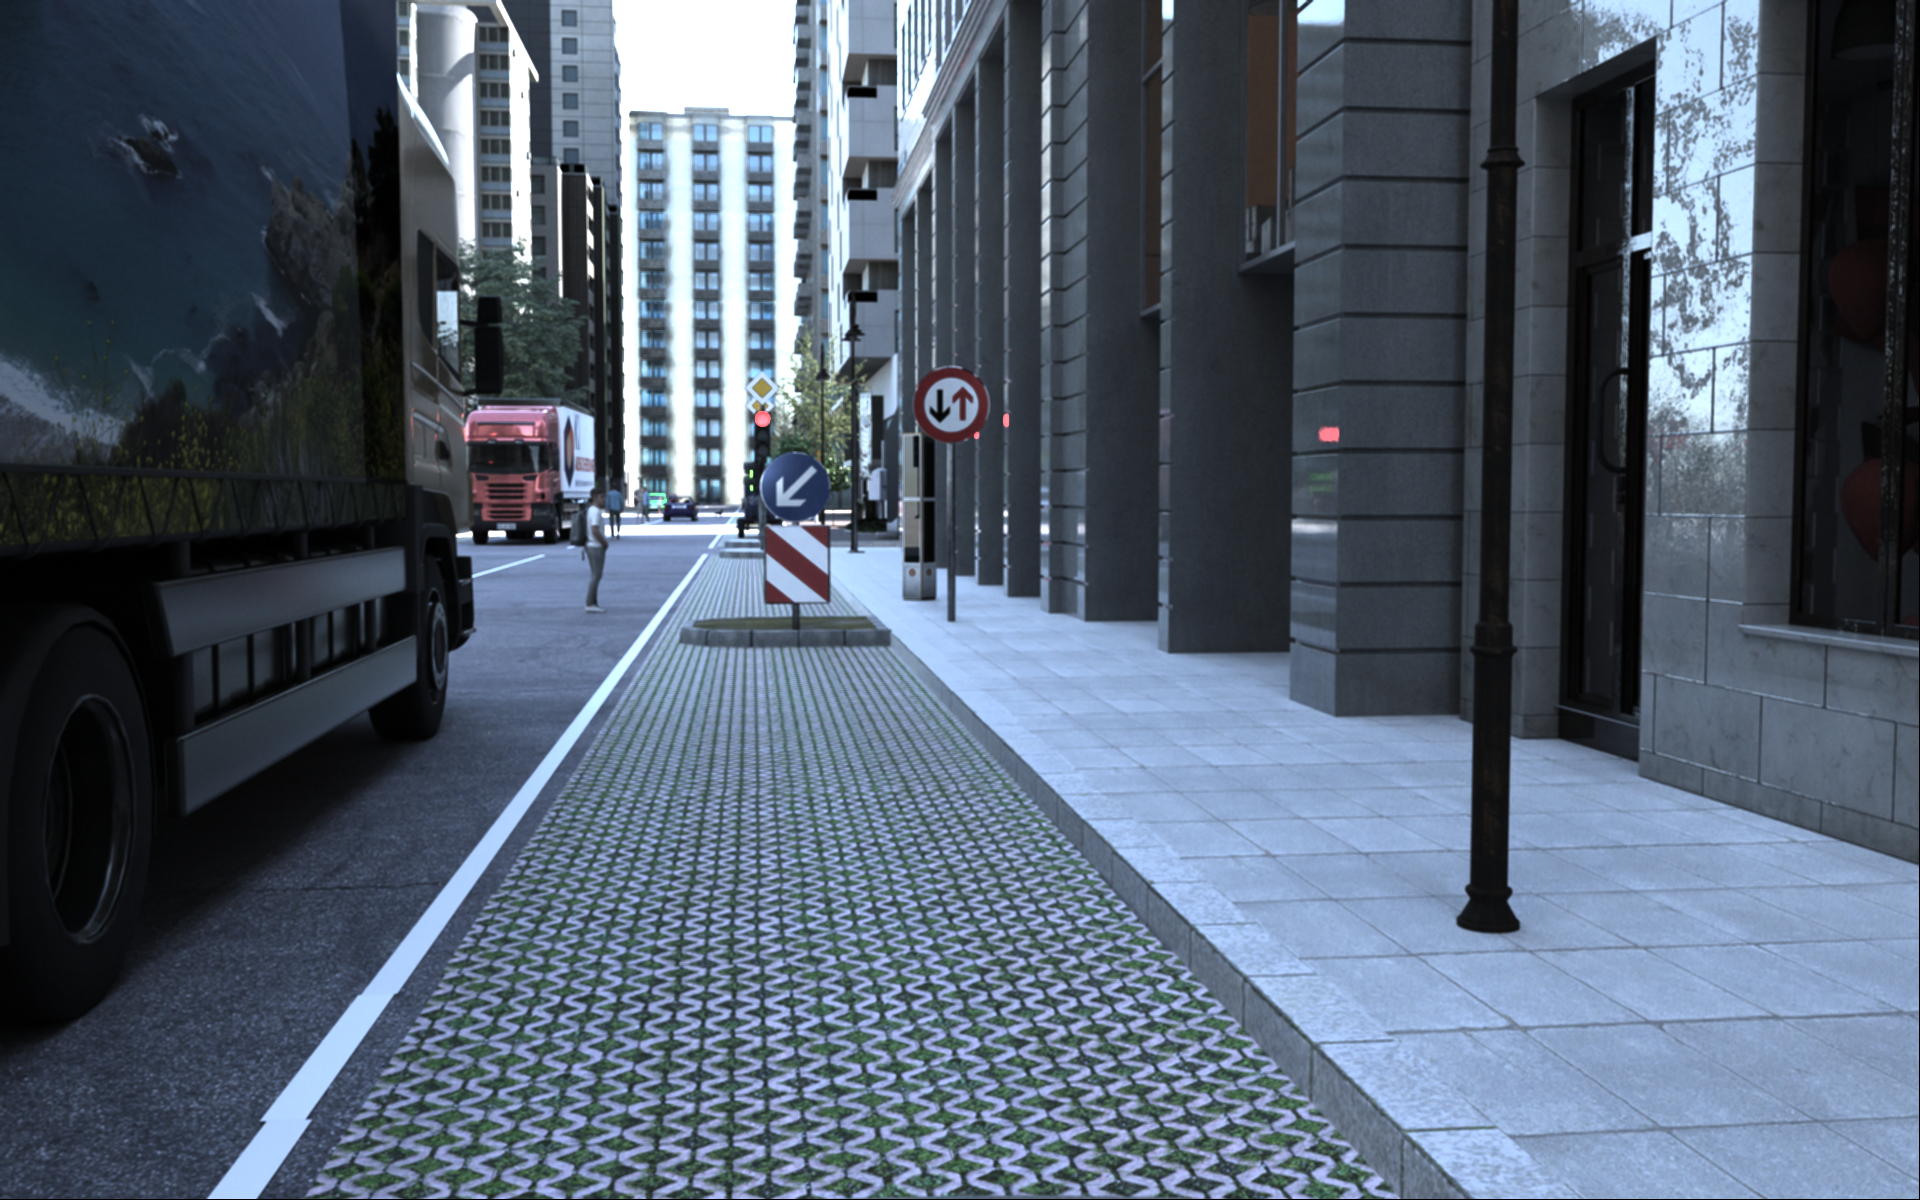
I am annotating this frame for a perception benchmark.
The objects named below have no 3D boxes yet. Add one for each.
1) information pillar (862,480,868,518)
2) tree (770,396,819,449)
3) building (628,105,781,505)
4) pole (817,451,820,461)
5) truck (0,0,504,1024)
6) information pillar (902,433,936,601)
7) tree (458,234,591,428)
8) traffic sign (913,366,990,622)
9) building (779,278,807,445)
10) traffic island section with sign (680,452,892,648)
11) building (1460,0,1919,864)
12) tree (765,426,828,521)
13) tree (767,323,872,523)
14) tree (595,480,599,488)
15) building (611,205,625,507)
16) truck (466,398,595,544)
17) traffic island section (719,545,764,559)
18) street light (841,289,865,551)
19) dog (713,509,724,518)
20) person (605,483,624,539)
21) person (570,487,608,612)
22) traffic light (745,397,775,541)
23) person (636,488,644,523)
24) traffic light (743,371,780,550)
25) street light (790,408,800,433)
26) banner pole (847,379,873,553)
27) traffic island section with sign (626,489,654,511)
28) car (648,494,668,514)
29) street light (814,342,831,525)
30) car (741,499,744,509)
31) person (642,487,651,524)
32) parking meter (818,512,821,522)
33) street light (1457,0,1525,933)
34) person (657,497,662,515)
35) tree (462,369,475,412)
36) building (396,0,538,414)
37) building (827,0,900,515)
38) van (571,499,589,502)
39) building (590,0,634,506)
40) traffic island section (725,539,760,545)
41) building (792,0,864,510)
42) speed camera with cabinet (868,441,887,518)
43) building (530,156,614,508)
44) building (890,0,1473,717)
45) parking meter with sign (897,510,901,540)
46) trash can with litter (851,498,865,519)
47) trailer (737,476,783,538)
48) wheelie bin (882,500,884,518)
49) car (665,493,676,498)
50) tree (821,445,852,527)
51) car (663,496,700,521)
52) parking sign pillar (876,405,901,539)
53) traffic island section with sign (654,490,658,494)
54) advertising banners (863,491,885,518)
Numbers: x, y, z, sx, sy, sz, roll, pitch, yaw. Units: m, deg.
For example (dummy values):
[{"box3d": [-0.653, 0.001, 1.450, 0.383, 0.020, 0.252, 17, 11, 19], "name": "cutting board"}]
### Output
[{"box3d": [-4.380, -4.671, 80.865, 0.304, 2.012, 0.304, 1, 4, 21], "name": "information pillar"}, {"box3d": [-12.373, -10.783, 126.668, 4.360, 8.622, 3.978, 0, 3, 0], "name": "tree"}, {"box3d": [-31.485, -36.514, 216.612, 30.456, 49.044, 23.786, 0, 4, -7], "name": "building"}, {"box3d": [-6.616, -5.342, 81.185, 0.158, 3.312, 0.155, 0, 3, 0], "name": "pole"}, {"box3d": [-3.802, -1.082, 6.608, 2.839, 4.237, 11.283, 0, 4, -7], "name": "truck"}, {"box3d": [-0.490, -1.007, 20.953, 0.304, 2.012, 0.304, 3, 4, 36], "name": "information pillar"}, {"box3d": [-22.865, -10.867, 84.323, 9.857, 13.997, 8.962, 0, 3, 0], "name": "tree"}, {"box3d": [-0.085, -1.056, 17.373, 0.768, 2.556, 0.104, 0, 4, 2], "name": "traffic sign"}, {"box3d": [-7.653, -53.122, 181.213, 22.319, 86.520, 31.000, 0, 4, -7], "name": "building"}, {"box3d": [-1.738, -0.514, 17.032, 1.989, 1.847, 2.006, 0, 4, -7], "name": "traffic island section with sign"}, {"box3d": [9.005, -8.977, 1.522, 10.420, 20.320, 16.860, 0, 4, -7], "name": "building"}, {"box3d": [-7.731, -6.102, 83.482, 4.285, 4.588, 4.351, 0, 3, 0], "name": "tree"}, {"box3d": [-6.059, -7.662, 75.636, 4.737, 8.622, 4.395, 0, 3, 0], "name": "tree"}, {"box3d": [-27.541, -8.221, 129.009, 1.663, 3.219, 1.824, 0, 3, 0], "name": "tree"}, {"box3d": [-39.749, -24.061, 165.097, 14.160, 30.474, 14.107, 0, 4, -7], "name": "building"}, {"box3d": [-13.055, -3.917, 52.949, 2.839, 4.237, 11.283, 0, 4, -5], "name": "truck"}, {"box3d": [-4.480, -1.063, 39.661, 2.009, 0.180, 2.903, 0, 4, -7], "name": "traffic island section"}, {"box3d": [-2.419, -4.062, 39.194, 0.468, 5.910, 1.993, 0, 4, -7], "name": "street light"}, {"box3d": [-14.771, -5.298, 105.903, 0.406, 0.507, 0.540, 2, 4, 35], "name": "dog"}, {"box3d": [-10.904, -2.803, 54.666, 0.601, 1.785, 0.444, -1, 4, -18], "name": "person"}, {"box3d": [-4.444, -0.609, 21.048, 0.503, 1.515, 0.523, 2, 4, 34], "name": "person"}, {"box3d": [-5.481, -3.581, 47.469, 0.839, 4.253, 0.868, 0, 4, -7], "name": "traffic light"}, {"box3d": [-15.550, -4.633, 84.592, 0.599, 1.781, 0.374, -2, 4, -28], "name": "person"}, {"box3d": [-4.521, -3.096, 39.542, 0.839, 4.253, 0.868, 0, 4, -7], "name": "traffic light"}, {"box3d": [-8.290, -7.003, 87.285, 0.468, 5.910, 1.993, 0, 4, -7], "name": "street light"}, {"box3d": [-2.140, -2.912, 37.631, 0.401, 3.779, 0.863, -3, 4, -37], "name": "banner pole"}, {"box3d": [-27.450, -8.524, 147.989, 1.989, 1.847, 2.006, 0, 4, -7], "name": "traffic island section with sign"}, {"box3d": [-21.884, -7.097, 124.825, 1.959, 1.807, 4.718, 0, 4, -5], "name": "car"}, {"box3d": [-4.198, -4.901, 52.924, 0.468, 5.910, 1.993, 0, 4, -7], "name": "street light"}, {"box3d": [-20.249, -9.497, 167.855, 1.945, 1.354, 3.894, 0, 4, -7], "name": "car"}, {"box3d": [-15.067, -4.553, 83.286, 0.444, 1.785, 0.601, -2, 4, -23], "name": "person"}, {"box3d": [-6.511, -4.361, 79.714, 0.372, 1.533, 0.369, 0, 3, 0], "name": "parking meter"}, {"box3d": [1.569, -1.968, 4.965, 0.468, 5.910, 1.993, 0, 4, -7], "name": "street light"}, {"box3d": [-20.145, -6.294, 116.088, 0.352, 1.250, 0.332, 0, 4, 6], "name": "person"}, {"box3d": [-29.088, -9.102, 99.173, 4.360, 8.622, 3.978, 0, 3, 0], "name": "tree"}, {"box3d": [-45.511, -26.806, 130.160, 32.217, 40.220, 23.993, 0, 4, -7], "name": "building"}, {"box3d": [6.057, -31.493, 104.153, 28.713, 52.752, 27.495, 0, 4, -7], "name": "building"}, {"box3d": [-21.123, -5.317, 93.946, 2.013, 2.044, 4.112, 0, 4, -8], "name": "van"}, {"box3d": [-45.873, -45.514, 182.401, 20.611, 71.187, 20.563, 0, 4, -7], "name": "building"}, {"box3d": [-5.440, -1.548, 47.588, 2.009, 0.180, 2.903, 0, 4, -7], "name": "traffic island section"}, {"box3d": [-3.240, -32.515, 151.228, 23.786, 49.044, 30.456, 0, 4, -7], "name": "building"}, {"box3d": [-2.627, -4.305, 64.724, 0.660, 3.252, 2.038, 2, 4, 32], "name": "speed camera with cabinet"}, {"box3d": [-38.259, -23.168, 150.495, 14.160, 30.474, 14.107, 0, 4, -7], "name": "building"}, {"box3d": [5.732, -15.095, 24.297, 11.434, 29.767, 29.804, 0, 4, -7], "name": "building"}, {"box3d": [-0.896, -3.175, 48.175, 1.738, 3.016, 0.543, 1, 4, 21], "name": "parking meter with sign"}, {"box3d": [-4.121, -3.825, 73.919, 1.055, 1.170, 0.624, 2, 4, 25], "name": "trash can with litter"}, {"box3d": [-6.626, -3.065, 57.160, 1.471, 1.999, 3.904, 0, 4, -8], "name": "trailer"}, {"box3d": [-3.272, -4.394, 79.754, 0.980, 1.594, 0.693, 1, 4, 19], "name": "wheelie bin"}, {"box3d": [-24.698, -8.415, 146.620, 2.155, 1.783, 4.494, -1, 4, -9], "name": "car"}, {"box3d": [-5.064, -4.475, 67.765, 1.663, 3.219, 1.824, 0, 3, 0], "name": "tree"}, {"box3d": [-14.849, -4.863, 92.091, 1.945, 1.354, 3.894, 0, 4, -7], "name": "car"}, {"box3d": [-1.710, -3.751, 49.794, 1.447, 3.967, 1.447, -1, 4, -21], "name": "parking sign pillar"}, {"box3d": [-30.689, -10.160, 174.750, 1.989, 1.847, 2.006, 0, 4, -7], "name": "traffic island section with sign"}, {"box3d": [-2.765, -4.374, 67.708, 2.074, 3.025, 0.090, -1, 4, -13], "name": "advertising banners"}]
